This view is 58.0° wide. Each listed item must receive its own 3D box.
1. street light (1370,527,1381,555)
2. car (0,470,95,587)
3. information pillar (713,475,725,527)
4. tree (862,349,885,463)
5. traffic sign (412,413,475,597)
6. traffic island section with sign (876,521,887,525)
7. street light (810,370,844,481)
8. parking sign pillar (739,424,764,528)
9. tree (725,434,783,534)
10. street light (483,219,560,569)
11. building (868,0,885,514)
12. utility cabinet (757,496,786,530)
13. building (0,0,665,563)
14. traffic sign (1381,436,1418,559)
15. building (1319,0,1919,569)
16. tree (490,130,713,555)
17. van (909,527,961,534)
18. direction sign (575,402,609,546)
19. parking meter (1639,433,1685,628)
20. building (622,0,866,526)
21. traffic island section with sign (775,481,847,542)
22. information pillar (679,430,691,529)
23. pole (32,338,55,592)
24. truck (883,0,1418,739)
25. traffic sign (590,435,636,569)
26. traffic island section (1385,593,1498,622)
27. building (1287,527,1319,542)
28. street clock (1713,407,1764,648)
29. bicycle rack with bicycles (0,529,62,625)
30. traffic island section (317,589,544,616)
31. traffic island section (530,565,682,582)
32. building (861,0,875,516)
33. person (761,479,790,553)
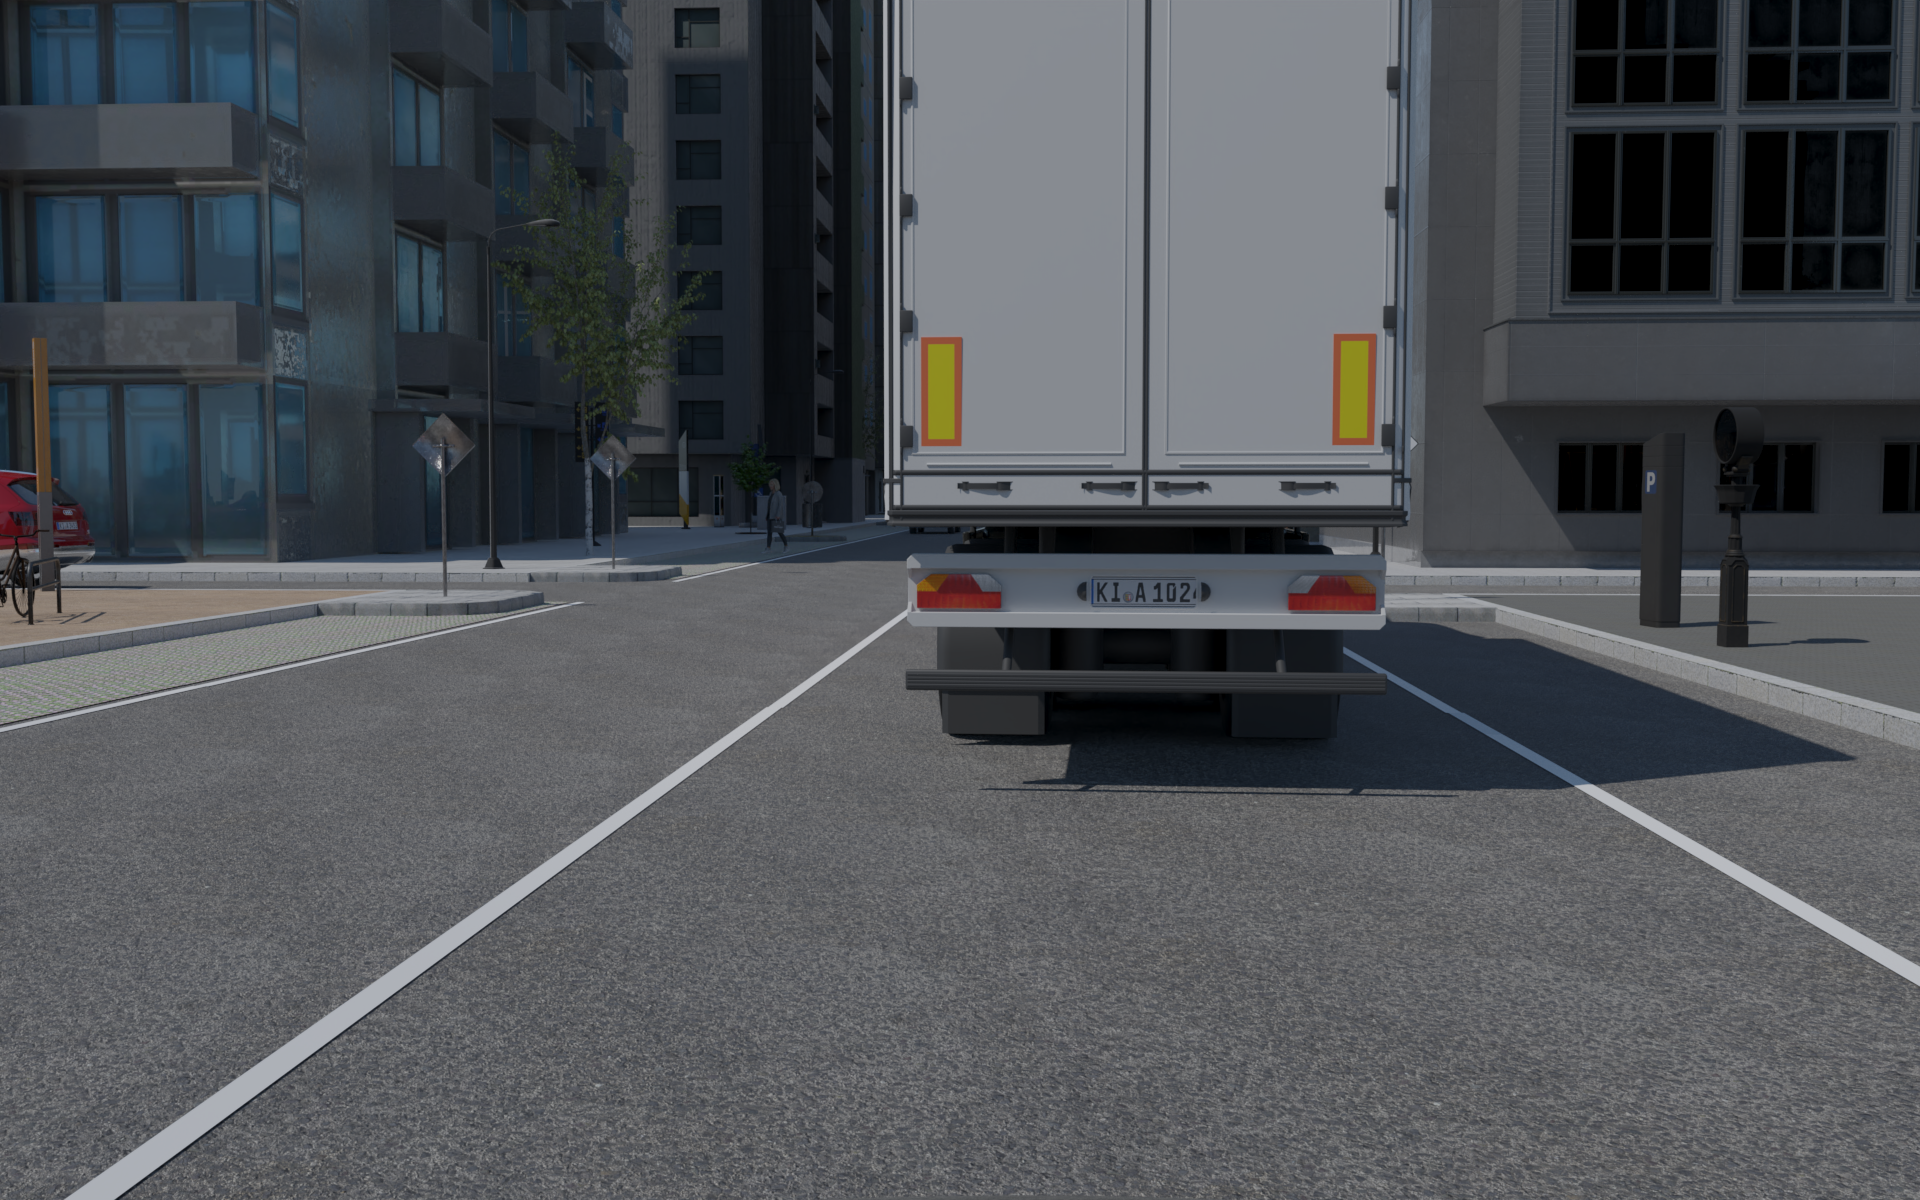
[{"bbox_3d":[7.290,-3.668,32.511,1.470,5.913,1.316,0,4,4],"label":"street light"},{"bbox_3d":[-15.744,-1.043,25.721,5.304,1.827,2.281,0,4,2],"label":"car"},{"bbox_3d":[-9.262,-3.796,66.561,0.304,2.012,0.304,2,4,25],"label":"information pillar"},{"bbox_3d":[-5.113,-8.284,85.800,4.360,8.622,3.978,0,3,0],"label":"tree"},{"bbox_3d":[-6.429,-1.097,21.582,0.795,2.450,0.064,0,4,4],"label":"traffic sign"},{"bbox_3d":[-2.769,-4.327,79.374,1.989,1.847,2.006,0,4,4],"label":"traffic island section with sign"},{"bbox_3d":[-5.054,-5.657,65.034,1.470,5.913,1.316,0,4,4],"label":"street light"},{"bbox_3d":[-7.774,-4.766,66.400,1.447,3.967,1.447,-1,4,-10],"label":"parking sign pillar"},{"bbox_3d":[-6.826,-3.735,55.661,1.663,3.219,1.824,0,3,0],"label":"tree"},{"bbox_3d":[-7.450,-3.482,29.466,1.470,5.913,1.316,0,4,4],"label":"street light"},{"bbox_3d":[-10.486,-26.188,111.771,14.154,41.232,14.086,0,4,4],"label":"building"},{"bbox_3d":[-6.759,-3.118,62.136,1.020,1.237,0.306,0,4,0],"label":"utility cabinet"},{"bbox_3d":[-21.411,-25.958,44.027,23.786,49.044,30.456,0,4,4],"label":"building"},{"bbox_3d":[5.091,-1.051,20.827,0.795,2.450,0.064,0,4,4],"label":"traffic sign"},{"bbox_3d":[23.227,-13.129,33.731,30.058,24.678,14.314,0,4,4],"label":"building"},{"bbox_3d":[-7.515,-5.237,35.985,4.737,8.622,4.395,0,3,0],"label":"tree"},{"bbox_3d":[-0.899,-3.481,63.924,2.013,2.044,4.112,0,4,5],"label":"van"},{"bbox_3d":[-9.057,-3.101,42.699,0.876,3.537,0.379,-2,4,-35],"label":"direction sign"},{"bbox_3d":[6.778,-0.674,16.733,0.255,1.863,0.399,0,4,-5],"label":"parking meter"},{"bbox_3d":[-11.906,-18.506,74.275,14.160,30.474,14.107,0,4,4],"label":"building"},{"bbox_3d":[-4.483,-2.682,52.473,1.989,1.847,2.006,0,4,4],"label":"traffic island section with sign"},{"bbox_3d":[-10.050,-4.387,63.082,0.504,3.616,0.183,3,5,45],"label":"information pillar"},{"bbox_3d":[-12.050,-1.769,22.772,0.158,3.312,0.155,0,3,0],"label":"pole"},{"bbox_3d":[1.349,-1.504,13.510,2.839,4.237,11.283,0,4,5],"label":"truck"},{"bbox_3d":[-5.919,-1.585,29.551,0.795,2.450,0.064,0,4,4],"label":"traffic sign"},{"bbox_3d":[5.115,0.084,20.903,2.009,0.180,2.903,0,4,4],"label":"traffic island section"},{"bbox_3d":[19.712,-15.753,62.081,19.350,26.468,34.151,0,4,4],"label":"building"},{"bbox_3d":[6.495,-0.608,14.505,0.358,2.002,0.471,0,3,0],"label":"street clock"},{"bbox_3d":[-10.306,-0.240,17.300,2.852,0.926,2.925,-1,4,-18],"label":"bicycle rack with bicycles"},{"bbox_3d":[-6.453,0.039,21.645,2.009,0.180,2.903,0,4,4],"label":"traffic island section"},{"bbox_3d":[-5.943,-0.449,29.614,2.009,0.180,2.903,0,4,4],"label":"traffic island section"},{"bbox_3d":[-12.444,-27.272,96.013,14.600,45.320,14.200,0,4,4],"label":"building"},{"bbox_3d":[-4.387,-2.010,41.550,0.728,1.800,0.709,-3,4,-36],"label":"person"}]
